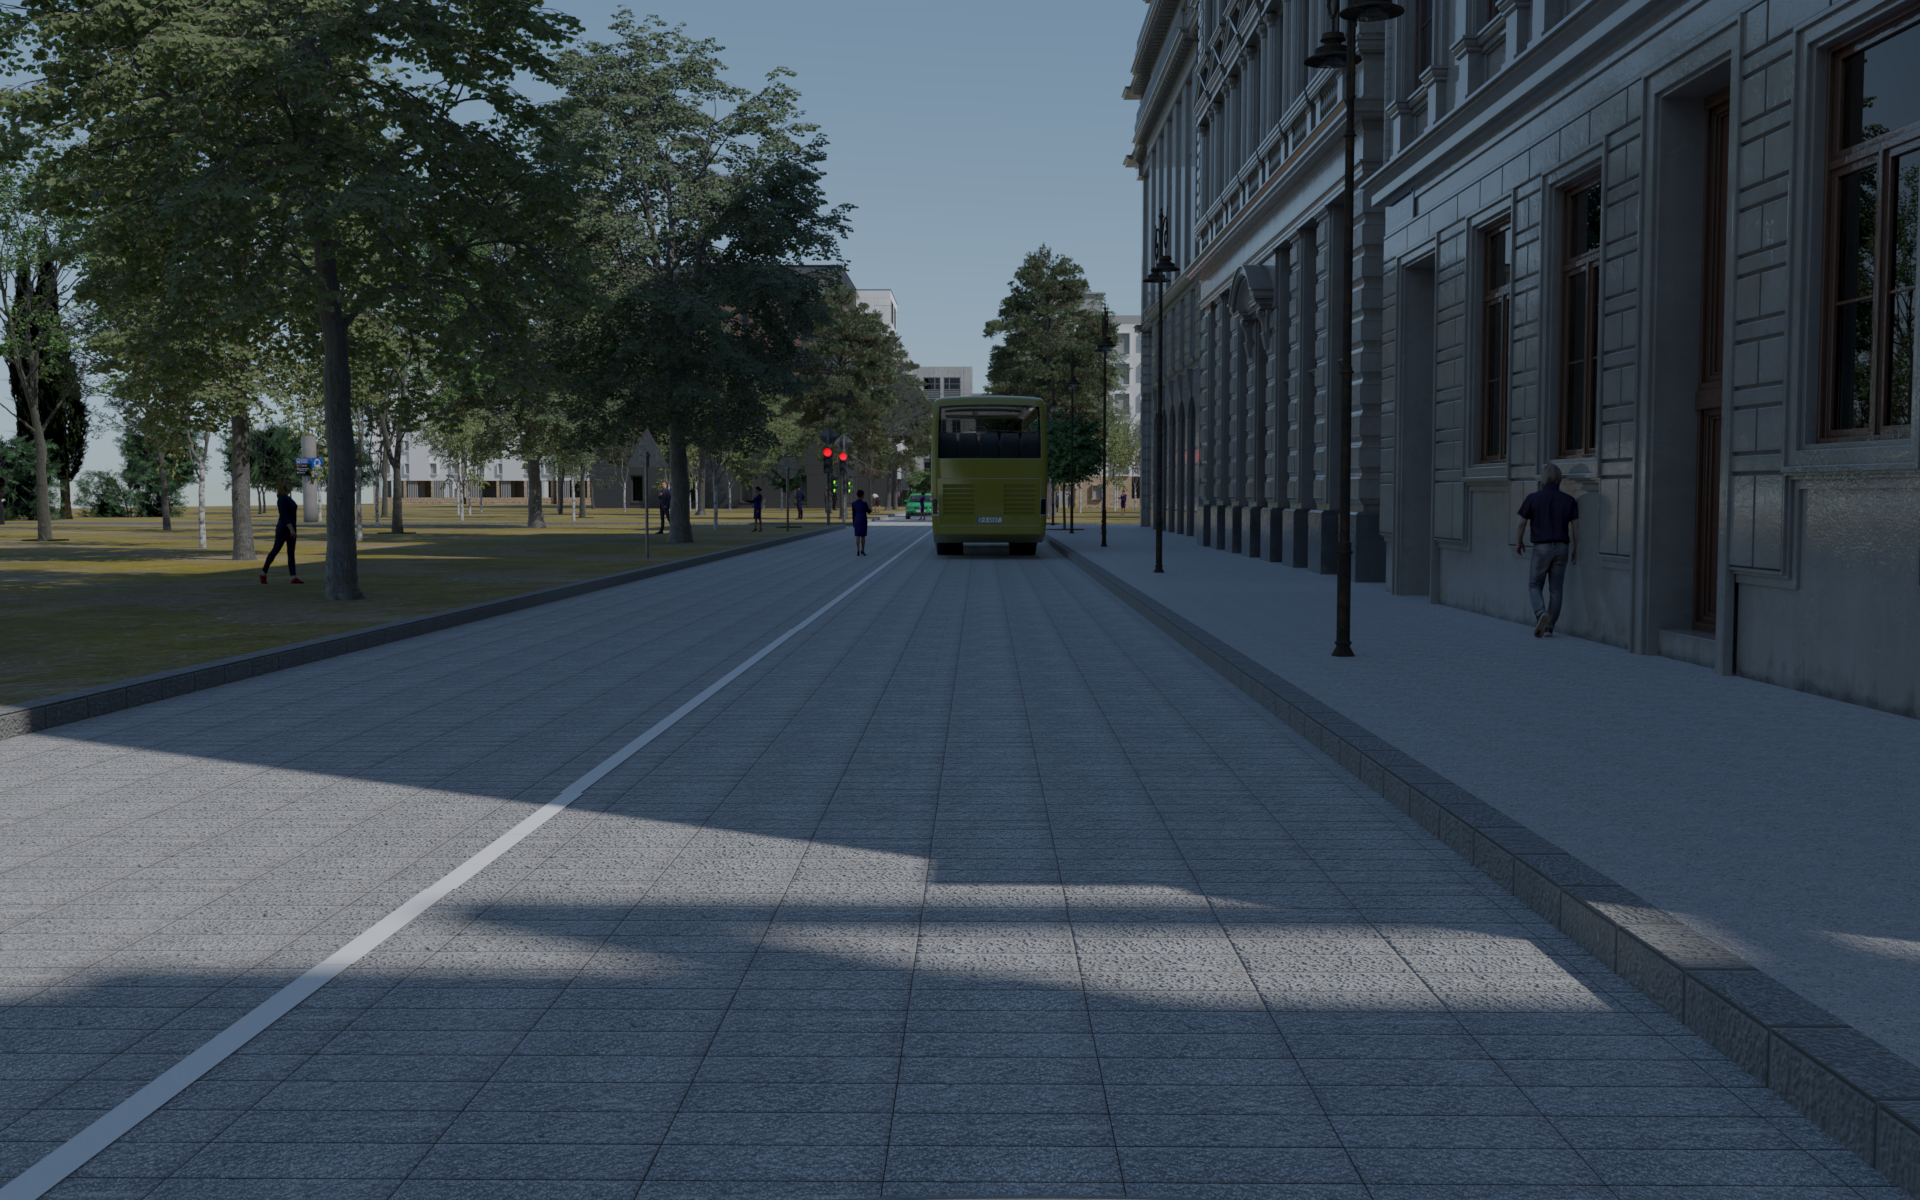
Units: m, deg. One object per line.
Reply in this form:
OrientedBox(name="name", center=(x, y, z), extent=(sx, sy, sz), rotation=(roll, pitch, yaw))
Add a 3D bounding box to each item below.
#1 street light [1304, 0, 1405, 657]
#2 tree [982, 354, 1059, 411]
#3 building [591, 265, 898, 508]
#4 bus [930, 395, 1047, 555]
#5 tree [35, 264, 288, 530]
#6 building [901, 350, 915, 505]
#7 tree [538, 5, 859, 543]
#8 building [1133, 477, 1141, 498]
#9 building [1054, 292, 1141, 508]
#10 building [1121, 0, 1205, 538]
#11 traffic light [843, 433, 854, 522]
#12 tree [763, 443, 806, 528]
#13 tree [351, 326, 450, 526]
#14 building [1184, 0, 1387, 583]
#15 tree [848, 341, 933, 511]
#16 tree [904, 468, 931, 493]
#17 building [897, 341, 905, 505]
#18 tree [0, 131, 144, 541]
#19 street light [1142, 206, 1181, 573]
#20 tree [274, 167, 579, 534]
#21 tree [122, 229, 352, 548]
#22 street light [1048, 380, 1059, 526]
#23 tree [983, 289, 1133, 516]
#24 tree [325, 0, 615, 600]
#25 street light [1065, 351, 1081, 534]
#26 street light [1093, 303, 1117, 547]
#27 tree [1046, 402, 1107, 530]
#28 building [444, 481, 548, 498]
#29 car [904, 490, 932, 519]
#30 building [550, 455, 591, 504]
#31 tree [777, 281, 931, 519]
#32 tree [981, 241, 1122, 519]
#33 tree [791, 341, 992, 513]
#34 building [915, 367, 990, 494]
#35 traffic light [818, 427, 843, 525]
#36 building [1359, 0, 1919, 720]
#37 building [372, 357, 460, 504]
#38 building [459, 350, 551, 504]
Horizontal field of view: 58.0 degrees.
OrientedBox(name="street light", center=(3.034, -2.493, 13.540), extent=(0.468, 5.910, 1.993), rotation=(0, 4, 1))
OrientedBox(name="tree", center=(5.184, -13.127, 132.751), extent=(7.486, 12.596, 7.792), rotation=(0, 3, 0))
OrientedBox(name="building", center=(-20.868, -19.992, 170.847), extent=(27.936, 21.610, 32.646), rotation=(0, 4, 1))
OrientedBox(name="bus", center=(0.605, -3.182, 43.569), extent=(2.896, 3.916, 12.252), rotation=(0, 4, 0))
OrientedBox(name="tree", center=(-28.144, -7.759, 61.268), extent=(8.767, 10.594, 7.601), rotation=(-1, 4, -21))
OrientedBox(name="building", center=(-22.136, -21.668, 220.721), extent=(31.486, 18.905, 16.747), rotation=(0, 4, 1))
OrientedBox(name="tree", center=(-7.446, -8.491, 45.476), extent=(9.857, 13.997, 8.962), rotation=(0, 3, 0))
OrientedBox(name="building", center=(25.251, -23.325, 247.819), extent=(31.486, 18.905, 16.747), rotation=(0, 4, 1))
OrientedBox(name="building", center=(15.804, -19.053, 167.935), extent=(16.016, 20.091, 11.380), rotation=(0, 4, 1))
OrientedBox(name="building", center=(12.808, -13.109, 56.136), extent=(13.314, 21.916, 24.055), rotation=(0, 4, 1))
OrientedBox(name="traffic light", center=(-5.282, -5.490, 79.004), extent=(0.839, 4.213, 0.868), rotation=(0, 4, 1))
OrientedBox(name="tree", center=(-6.681, -4.371, 66.064), extent=(1.663, 3.219, 1.824), rotation=(0, 3, 0))
OrientedBox(name="tree", center=(-23.078, -7.229, 68.556), extent=(4.360, 8.622, 3.978), rotation=(0, 3, 0))
OrientedBox(name="building", center=(10.626, -12.517, 33.536), extent=(11.050, 23.489, 19.941), rotation=(0, 4, 1))
OrientedBox(name="tree", center=(-5.279, -13.772, 132.596), extent=(7.806, 13.903, 7.818), rotation=(0, 3, 0))
OrientedBox(name="tree", center=(-4.022, -14.469, 220.287), extent=(4.285, 4.588, 4.351), rotation=(0, 3, 0))
OrientedBox(name="building", center=(-14.951, -21.269, 204.159), extent=(16.016, 20.091, 11.380), rotation=(0, 4, 1))
OrientedBox(name="tree", center=(-25.223, -7.423, 47.124), extent=(9.928, 11.665, 9.643), rotation=(0, 3, 0))
OrientedBox(name="street light", center=(3.251, -3.385, 28.130), extent=(0.468, 5.910, 1.993), rotation=(0, 4, 1))
OrientedBox(name="tree", center=(-18.321, -7.945, 55.663), extent=(9.928, 11.665, 9.643), rotation=(0, 3, 0))
OrientedBox(name="tree", center=(-18.035, -5.564, 41.338), extent=(4.737, 8.622, 4.395), rotation=(0, 3, 0))
OrientedBox(name="street light", center=(3.797, -5.980, 70.554), extent=(0.468, 5.910, 1.993), rotation=(0, 4, 1))
OrientedBox(name="tree", center=(5.399, -12.038, 103.479), extent=(9.857, 13.997, 8.962), rotation=(0, 3, 0))
OrientedBox(name="tree", center=(-7.905, -6.266, 20.572), extent=(7.486, 12.596, 7.792), rotation=(0, 3, 0))
OrientedBox(name="street light", center=(3.631, -5.097, 56.123), extent=(0.468, 5.910, 1.993), rotation=(0, 4, 1))
OrientedBox(name="street light", center=(3.516, -4.240, 42.113), extent=(0.468, 5.910, 1.993), rotation=(0, 4, 1))
OrientedBox(name="tree", center=(3.767, -4.783, 61.923), extent=(4.285, 4.588, 4.351), rotation=(0, 3, 0))
OrientedBox(name="building", center=(-64.754, -18.562, 245.639), extent=(28.070, 9.664, 9.099), rotation=(0, 4, 1))
OrientedBox(name="car", center=(-2.226, -5.541, 99.389), extent=(1.959, 1.807, 4.718), rotation=(0, 4, 0))
OrientedBox(name="building", center=(-44.290, -22.294, 220.933), extent=(11.380, 20.091, 16.016), rotation=(0, 4, 1))
OrientedBox(name="tree", center=(-5.990, -10.118, 87.486), extent=(6.751, 12.117, 7.091), rotation=(0, 3, 0))
OrientedBox(name="tree", center=(4.686, -11.030, 87.765), extent=(7.806, 13.903, 7.818), rotation=(0, 3, 0))
OrientedBox(name="tree", center=(-6.303, -12.737, 118.620), extent=(12.009, 13.543, 11.850), rotation=(0, 3, 0))
OrientedBox(name="building", center=(-6.609, -23.375, 248.632), extent=(31.486, 18.905, 16.747), rotation=(0, 4, 1))
OrientedBox(name="traffic light", center=(-5.384, -5.002, 71.019), extent=(0.839, 4.213, 0.868), rotation=(0, 4, 1))
OrientedBox(name="building", center=(10.437, -10.776, 12.344), extent=(11.583, 22.565, 21.152), rotation=(0, 4, 1))
OrientedBox(name="building", center=(-67.101, -22.323, 221.407), extent=(11.380, 20.091, 16.016), rotation=(0, 4, 1))
OrientedBox(name="building", center=(-55.662, -22.337, 221.623), extent=(11.380, 20.091, 16.016), rotation=(0, 4, 1))
